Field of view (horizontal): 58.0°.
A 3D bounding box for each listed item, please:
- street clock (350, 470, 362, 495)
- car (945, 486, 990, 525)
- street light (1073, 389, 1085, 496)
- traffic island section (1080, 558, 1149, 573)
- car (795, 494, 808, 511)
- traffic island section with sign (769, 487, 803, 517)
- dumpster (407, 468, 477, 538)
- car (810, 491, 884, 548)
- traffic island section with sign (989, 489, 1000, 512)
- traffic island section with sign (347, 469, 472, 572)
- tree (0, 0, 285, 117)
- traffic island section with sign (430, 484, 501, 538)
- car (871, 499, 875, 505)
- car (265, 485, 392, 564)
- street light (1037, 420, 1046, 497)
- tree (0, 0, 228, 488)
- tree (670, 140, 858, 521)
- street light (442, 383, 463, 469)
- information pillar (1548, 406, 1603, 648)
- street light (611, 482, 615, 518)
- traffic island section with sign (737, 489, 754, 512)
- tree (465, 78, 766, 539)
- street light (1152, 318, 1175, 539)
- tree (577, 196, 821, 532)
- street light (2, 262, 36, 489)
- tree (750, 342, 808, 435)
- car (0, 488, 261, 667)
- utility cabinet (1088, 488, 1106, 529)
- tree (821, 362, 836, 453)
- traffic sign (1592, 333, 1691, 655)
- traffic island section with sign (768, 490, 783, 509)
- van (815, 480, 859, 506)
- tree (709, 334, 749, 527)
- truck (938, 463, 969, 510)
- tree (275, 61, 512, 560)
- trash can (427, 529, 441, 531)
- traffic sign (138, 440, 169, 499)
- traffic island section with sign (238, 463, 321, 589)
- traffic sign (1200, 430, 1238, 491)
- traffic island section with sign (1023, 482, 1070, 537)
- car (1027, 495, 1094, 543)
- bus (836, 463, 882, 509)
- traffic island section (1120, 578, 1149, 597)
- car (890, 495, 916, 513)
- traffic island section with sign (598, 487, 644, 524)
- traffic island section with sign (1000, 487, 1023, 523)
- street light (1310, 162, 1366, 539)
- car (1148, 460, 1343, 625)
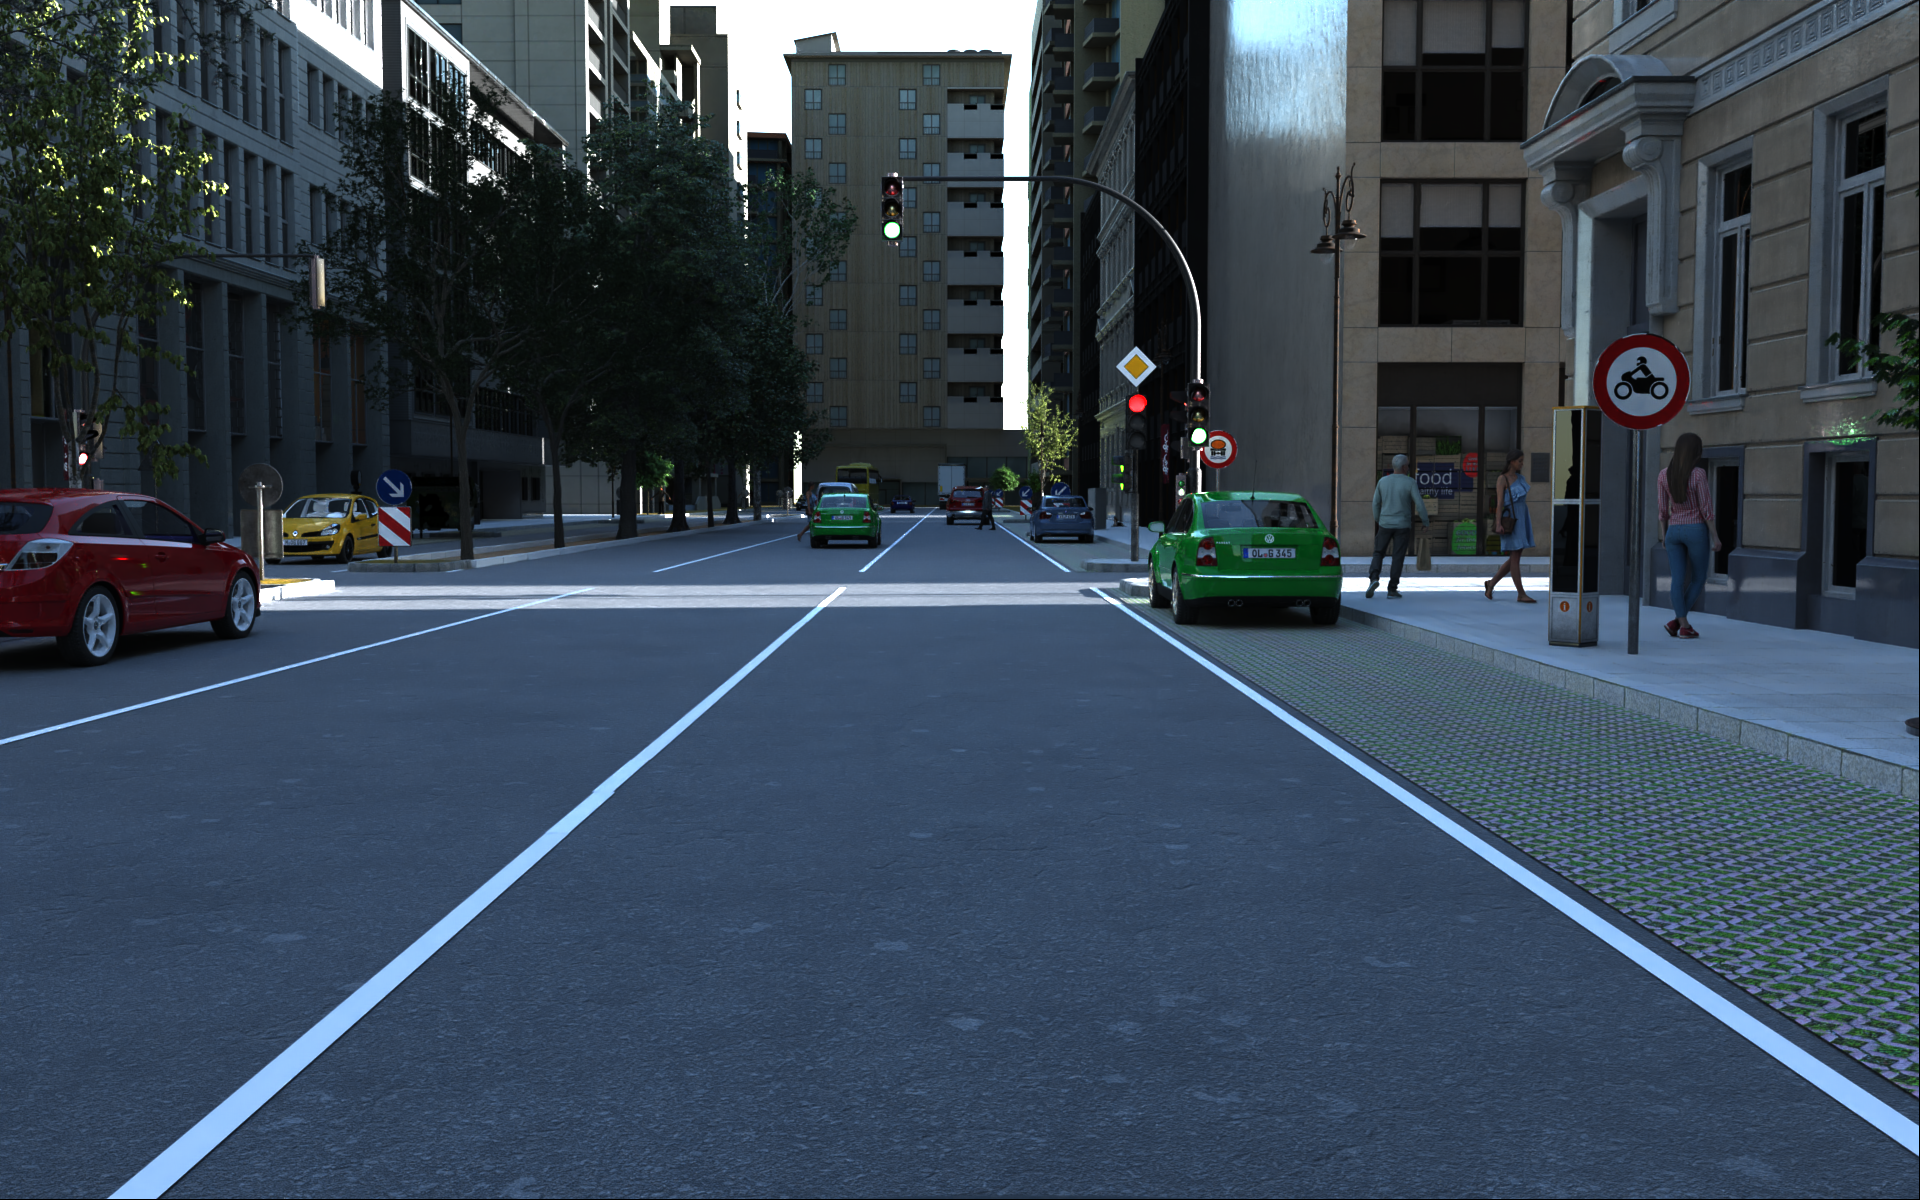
[{"bbox_3d":[-18.265,-2.928,52.439,0.358,2.002,0.471,0,4,-5],"label":"street clock"},{"bbox_3d":[0.397,-4.486,82.018,2.281,1.827,5.304,0,4,1],"label":"car"},{"bbox_3d":[5.246,-6.339,76.435,0.468,5.910,1.993,0,4,0],"label":"street light"},{"bbox_3d":[3.358,-0.659,33.060,2.009,0.180,2.903,0,4,0],"label":"traffic island section"},{"bbox_3d":[-13.291,-8.602,150.423,2.009,1.686,4.222,0,4,-2],"label":"car"},{"bbox_3d":[-10.797,-6.096,107.798,2.006,1.907,1.989,0,4,0],"label":"traffic island section with sign"},{"bbox_3d":[-16.535,-3.071,55.157,1.985,2.255,1.502,0,4,1],"label":"dumpster"},{"bbox_3d":[-3.087,-2.357,47.335,1.959,1.807,4.718,0,4,0],"label":"car"},{"bbox_3d":[2.922,-7.752,135.369,1.989,1.847,2.006,0,4,0],"label":"traffic island section with sign"},{"bbox_3d":[-10.456,-1.500,32.660,2.006,1.907,1.989,0,4,0],"label":"traffic island section with sign"},{"bbox_3d":[-10.253,-6.036,11.513,12.009,13.543,11.850,0,3,0],"label":"tree"},{"bbox_3d":[-16.372,-2.994,57.582,1.989,1.847,2.006,0,4,0],"label":"traffic island section with sign"},{"bbox_3d":[-7.262,-7.196,127.439,2.009,1.686,4.222,0,4,-1],"label":"car"},{"bbox_3d":[-13.429,-1.626,36.814,2.015,1.641,3.980,0,4,-1],"label":"car"},{"bbox_3d":[5.067,-8.249,107.666,0.468,5.910,1.993,0,4,0],"label":"street light"},{"bbox_3d":[-10.413,-4.116,20.119,4.737,8.622,4.395,0,3,0],"label":"tree"},{"bbox_3d":[-12.092,-14.363,93.180,12.611,20.169,13.585,0,3,0],"label":"tree"},{"bbox_3d":[-18.800,-5.581,64.041,0.468,5.910,1.993,0,4,0],"label":"street light"},{"bbox_3d":[5.192,-0.619,14.607,0.304,2.012,0.304,-3,5,-40],"label":"information pillar"},{"bbox_3d":[-18.918,-7.429,94.258,0.468,5.910,1.993,0,4,0],"label":"street light"},{"bbox_3d":[-16.710,-7.713,134.737,1.989,1.847,2.006,0,4,0],"label":"traffic island section with sign"},{"bbox_3d":[-10.500,-8.878,54.274,9.857,13.997,8.962,0,3,0],"label":"tree"},{"bbox_3d":[5.315,-4.456,45.637,0.468,5.910,1.993,0,4,0],"label":"street light"},{"bbox_3d":[-10.549,-8.892,64.844,9.611,12.733,9.660,0,3,0],"label":"tree"},{"bbox_3d":[-18.605,-3.741,33.953,0.468,5.910,1.993,0,4,0],"label":"street light"},{"bbox_3d":[-10.553,-8.363,73.599,8.767,10.594,7.601,0,4,0],"label":"tree"},{"bbox_3d":[-8.020,-0.419,15.887,2.155,1.783,4.494,0,4,1],"label":"car"},{"bbox_3d":[4.947,-3.300,62.637,0.318,1.500,1.173,2,4,24],"label":"utility cabinet"},{"bbox_3d":[-10.848,-9.955,82.223,9.611,12.733,9.660,0,3,0],"label":"tree"},{"bbox_3d":[5.395,-0.838,13.806,0.768,2.556,0.104,0,4,3],"label":"traffic sign"},{"bbox_3d":[-16.826,-9.362,161.692,1.989,1.847,2.006,0,4,0],"label":"traffic island section with sign"},{"bbox_3d":[-4.364,-3.412,62.801,2.013,2.044,4.112,0,4,1],"label":"van"},{"bbox_3d":[-10.506,-6.648,45.565,8.767,10.594,7.601,0,4,0],"label":"tree"},{"bbox_3d":[-0.669,-10.681,163.550,2.839,4.237,11.283,0,4,1],"label":"truck"},{"bbox_3d":[-10.262,-6.074,36.184,8.767,10.594,7.601,0,4,0],"label":"tree"},{"bbox_3d":[-18.535,-3.019,61.014,0.748,1.137,0.748,0,3,0],"label":"trash can"},{"bbox_3d":[-18.503,-2.438,39.861,0.884,2.594,0.081,0,4,6],"label":"traffic sign"},{"bbox_3d":[-10.433,-1.047,25.253,2.006,1.907,1.989,0,4,0],"label":"traffic island section with sign"},{"bbox_3d":[5.144,-2.109,34.590,0.768,2.556,0.104,0,4,3],"label":"traffic sign"},{"bbox_3d":[3.248,-3.053,58.547,1.989,1.847,2.006,0,4,0],"label":"traffic island section with sign"},{"bbox_3d":[3.019,-2.429,51.716,2.014,1.417,4.499,0,4,0],"label":"car"},{"bbox_3d":[-7.954,-8.847,136.191,2.896,3.916,12.252,0,4,1],"label":"bus"},{"bbox_3d":[3.393,-0.171,25.075,2.009,0.180,2.903,0,4,0],"label":"traffic island section"},{"bbox_3d":[-4.312,-7.210,130.461,1.945,1.354,3.894,0,4,0],"label":"car"},{"bbox_3d":[-16.489,-4.643,84.537,1.989,1.847,2.006,0,4,0],"label":"traffic island section with sign"},{"bbox_3d":[3.140,-4.739,86.117,1.989,1.847,2.006,0,4,0],"label":"traffic island section with sign"},{"bbox_3d":[5.337,-3.169,24.606,0.468,5.910,1.993,0,4,0],"label":"street light"},{"bbox_3d":[3.246,-0.703,20.289,1.959,1.807,4.718,0,4,0],"label":"car"}]
